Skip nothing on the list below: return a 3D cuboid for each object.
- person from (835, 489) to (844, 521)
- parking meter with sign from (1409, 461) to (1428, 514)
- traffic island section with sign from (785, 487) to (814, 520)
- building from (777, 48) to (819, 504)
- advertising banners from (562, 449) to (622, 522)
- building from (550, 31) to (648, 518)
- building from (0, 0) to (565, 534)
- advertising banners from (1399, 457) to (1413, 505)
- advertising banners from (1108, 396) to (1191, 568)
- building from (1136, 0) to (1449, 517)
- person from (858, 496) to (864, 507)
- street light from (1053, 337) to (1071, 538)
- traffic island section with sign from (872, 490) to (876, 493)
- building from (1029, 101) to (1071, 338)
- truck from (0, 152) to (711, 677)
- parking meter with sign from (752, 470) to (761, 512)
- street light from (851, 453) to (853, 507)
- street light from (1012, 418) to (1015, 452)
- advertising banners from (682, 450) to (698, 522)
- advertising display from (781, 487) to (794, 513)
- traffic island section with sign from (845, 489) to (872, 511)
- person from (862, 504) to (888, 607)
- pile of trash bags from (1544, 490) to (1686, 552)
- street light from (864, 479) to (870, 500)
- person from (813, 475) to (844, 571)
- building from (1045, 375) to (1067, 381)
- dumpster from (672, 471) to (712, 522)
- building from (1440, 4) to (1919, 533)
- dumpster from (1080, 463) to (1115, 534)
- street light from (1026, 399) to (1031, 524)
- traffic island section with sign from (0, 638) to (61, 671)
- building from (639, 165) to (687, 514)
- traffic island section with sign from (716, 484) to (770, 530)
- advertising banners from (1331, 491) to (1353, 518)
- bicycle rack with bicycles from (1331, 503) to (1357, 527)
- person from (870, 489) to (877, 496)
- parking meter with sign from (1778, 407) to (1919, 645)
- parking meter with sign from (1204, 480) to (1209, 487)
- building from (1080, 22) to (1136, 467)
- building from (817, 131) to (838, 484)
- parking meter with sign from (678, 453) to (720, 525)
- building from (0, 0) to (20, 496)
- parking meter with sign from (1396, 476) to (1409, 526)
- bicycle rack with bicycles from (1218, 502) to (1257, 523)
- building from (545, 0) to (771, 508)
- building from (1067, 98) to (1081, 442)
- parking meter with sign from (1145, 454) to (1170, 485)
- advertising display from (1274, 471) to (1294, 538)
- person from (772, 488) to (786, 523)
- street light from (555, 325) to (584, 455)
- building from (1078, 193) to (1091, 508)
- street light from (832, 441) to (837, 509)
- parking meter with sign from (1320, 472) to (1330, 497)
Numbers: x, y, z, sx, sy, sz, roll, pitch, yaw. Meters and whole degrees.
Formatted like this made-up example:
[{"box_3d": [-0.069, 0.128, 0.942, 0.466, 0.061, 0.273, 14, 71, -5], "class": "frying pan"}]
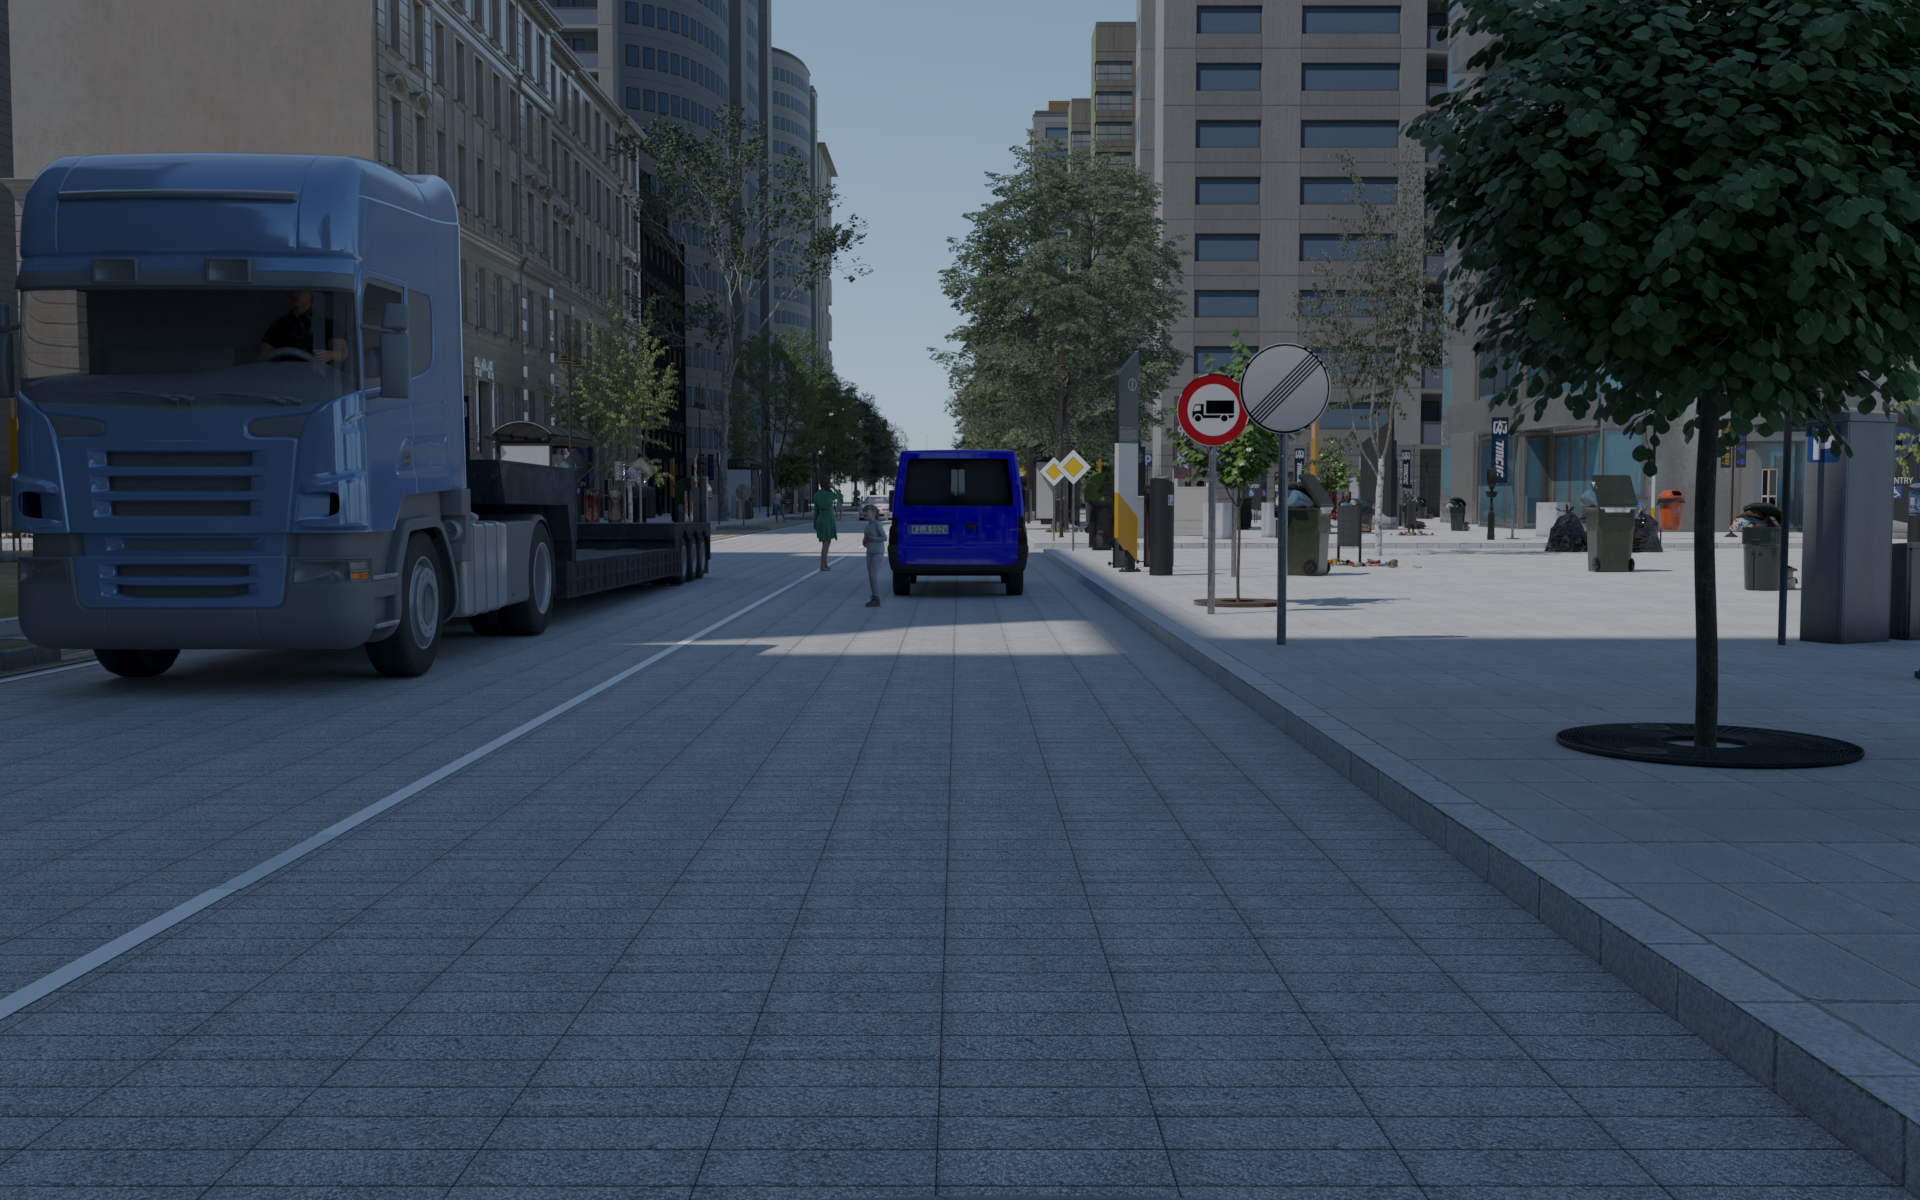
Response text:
[{"box_3d": [-6.500, -5.126, 93.321, 0.522, 1.701, 0.512, 1, 4, 11], "class": "person"}, {"box_3d": [23.928, -5.856, 92.004, 1.738, 3.016, 0.543, 1, 4, 15], "class": "parking meter with sign"}, {"box_3d": [-8.687, -5.376, 96.527, 1.989, 1.847, 2.006, 0, 3, 0], "class": "traffic island section with sign"}, {"box_3d": [-30.196, -41.876, 226.674, 21.231, 58.520, 28.212, 0, 3, 0], "class": "building"}, {"box_3d": [-11.563, -3.567, 54.503, 2.074, 3.025, 0.090, -2, 4, -29], "class": "advertising banners"}, {"box_3d": [-24.755, -18.012, 91.753, 12.463, 27.353, 25.104, 0, 3, 0], "class": "building"}, {"box_3d": [-24.019, -16.459, 66.373, 12.463, 27.353, 25.104, 0, 3, 0], "class": "building"}, {"box_3d": [21.116, -5.251, 82.050, 0.090, 3.025, 2.074, 2, 4, 32], "class": "advertising banners"}, {"box_3d": [3.404, -2.099, 30.506, 2.074, 3.025, 0.090, -3, 4, -38], "class": "advertising banners"}, {"box_3d": [21.345, -34.494, 105.980, 21.231, 58.520, 28.212, 0, 3, 0], "class": "building"}, {"box_3d": [-6.341, -5.990, 110.708, 0.425, 1.301, 0.394, -1, 4, -10], "class": "person"}, {"box_3d": [2.994, -4.783, 50.997, 0.468, 5.910, 1.993, 0, 3, 0], "class": "street light"}, {"box_3d": [-8.687, -10.116, 174.017, 1.989, 1.847, 2.006, 0, 3, 0], "class": "traffic island section with sign"}, {"box_3d": [21.132, -44.289, 266.115, 21.231, 58.520, 28.212, 0, 3, 0], "class": "building"}, {"box_3d": [-5.449, -1.882, 20.523, 2.967, 4.110, 18.799, 0, 4, 0], "class": "truck"}, {"box_3d": [-14.801, -7.635, 121.098, 1.738, 3.016, 0.543, 1, 4, 12], "class": "parking meter with sign"}, {"box_3d": [-10.662, -12.119, 170.930, 0.468, 5.910, 1.993, 0, 3, 0], "class": "street light"}, {"box_3d": [3.077, -7.674, 98.256, 0.468, 5.910, 1.993, 0, 3, 0], "class": "street light"}, {"box_3d": [-10.681, -4.433, 68.660, 0.090, 3.025, 2.074, 0, 4, 8], "class": "advertising banners"}, {"box_3d": [-11.727, -6.879, 117.681, 0.974, 1.923, 0.123, -2, 4, -33], "class": "advertising display"}, {"box_3d": [-8.685, -8.438, 146.586, 1.989, 1.847, 2.006, 0, 3, 0], "class": "traffic island section with sign"}, {"box_3d": [-1.112, -0.570, 22.105, 0.425, 1.301, 0.394, 2, 4, 32], "class": "person"}, {"box_3d": [14.874, -1.769, 38.682, 3.447, 1.369, 1.912, -2, 4, -28], "class": "pile of trash bags"}, {"box_3d": [-10.696, -13.548, 194.297, 0.468, 5.910, 1.993, 0, 3, 0], "class": "street light"}, {"box_3d": [-2.532, -1.450, 32.449, 0.600, 1.795, 0.529, 2, 4, 23], "class": "person"}, {"box_3d": [25.601, -24.024, 237.836, 27.650, 21.520, 28.899, 0, 3, 0], "class": "building"}, {"box_3d": [-11.491, -4.387, 74.223, 1.502, 2.255, 1.985, 0, 4, 0], "class": "dumpster"}, {"box_3d": [34.216, -27.311, 66.146, 30.456, 49.044, 23.786, 0, 3, 0], "class": "building"}, {"box_3d": [4.651, -3.242, 55.495, 1.502, 2.255, 1.985, 0, 3, 0], "class": "dumpster"}, {"box_3d": [2.970, -6.245, 74.888, 0.468, 5.910, 1.993, 0, 3, 0], "class": "street light"}, {"box_3d": [-8.685, -0.348, 14.315, 1.989, 1.847, 2.006, 0, 3, 0], "class": "traffic island section with sign"}, {"box_3d": [-25.229, -17.299, 112.520, 12.332, 23.373, 15.834, 0, 3, 0], "class": "building"}, {"box_3d": [-8.679, -3.727, 69.572, 1.989, 1.847, 2.006, 0, 3, 0], "class": "traffic island section with sign"}, {"box_3d": [18.750, -5.569, 87.242, 2.074, 3.025, 0.090, 0, 4, 3], "class": "advertising banners"}, {"box_3d": [15.152, -3.283, 67.061, 2.925, 0.926, 2.852, 3, 5, 43], "class": "bicycle rack with bicycles"}, {"box_3d": [-6.803, -7.902, 137.712, 1.348, 1.821, 0.705, -2, 4, -33], "class": "person"}, {"box_3d": [7.731, -1.146, 14.994, 1.738, 3.016, 0.543, -2, 4, -26], "class": "parking meter with sign"}, {"box_3d": [12.577, -5.581, 87.507, 0.543, 3.016, 1.738, 1, 4, 18], "class": "parking meter with sign"}, {"box_3d": [18.480, -28.777, 154.100, 14.154, 41.232, 14.086, 0, 3, 0], "class": "building"}, {"box_3d": [-32.990, -40.698, 254.651, 28.713, 52.752, 27.495, 0, 3, 0], "class": "building"}, {"box_3d": [-10.966, -4.682, 72.810, 1.738, 3.016, 0.543, 0, 4, -1], "class": "parking meter with sign"}, {"box_3d": [-47.801, -17.230, 59.211, 29.804, 29.767, 11.434, 0, 3, 0], "class": "building"}, {"box_3d": [17.122, -4.418, 68.488, 0.543, 3.016, 1.738, 2, 4, 31], "class": "parking meter with sign"}, {"box_3d": [12.052, -3.869, 76.640, 2.852, 0.926, 2.925, 1, 4, 14], "class": "bicycle rack with bicycles"}, {"box_3d": [-29.723, -38.038, 163.927, 21.231, 58.520, 28.212, 0, 3, 0], "class": "building"}, {"box_3d": [18.235, -30.504, 182.334, 14.154, 41.232, 14.086, 0, 3, 0], "class": "building"}, {"box_3d": [8.710, -4.828, 75.199, 0.543, 3.016, 1.738, -3, 4, -39], "class": "parking meter with sign"}, {"box_3d": [9.292, -2.721, 49.705, 0.123, 1.923, 0.974, -1, 4, -17], "class": "advertising display"}, {"box_3d": [-9.008, -4.721, 86.272, 0.643, 1.750, 0.593, 2, 4, 34], "class": "person"}, {"box_3d": [-10.684, -4.569, 47.491, 0.468, 5.910, 1.993, 0, 3, 0], "class": "street light"}, {"box_3d": [18.367, -24.269, 168.498, 14.160, 30.474, 14.107, 0, 3, 0], "class": "building"}, {"box_3d": [-10.697, -10.690, 147.562, 0.468, 5.910, 1.993, 0, 3, 0], "class": "street light"}, {"box_3d": [14.709, -4.615, 71.712, 0.543, 3.016, 1.738, -2, 4, -30], "class": "parking meter with sign"}]
